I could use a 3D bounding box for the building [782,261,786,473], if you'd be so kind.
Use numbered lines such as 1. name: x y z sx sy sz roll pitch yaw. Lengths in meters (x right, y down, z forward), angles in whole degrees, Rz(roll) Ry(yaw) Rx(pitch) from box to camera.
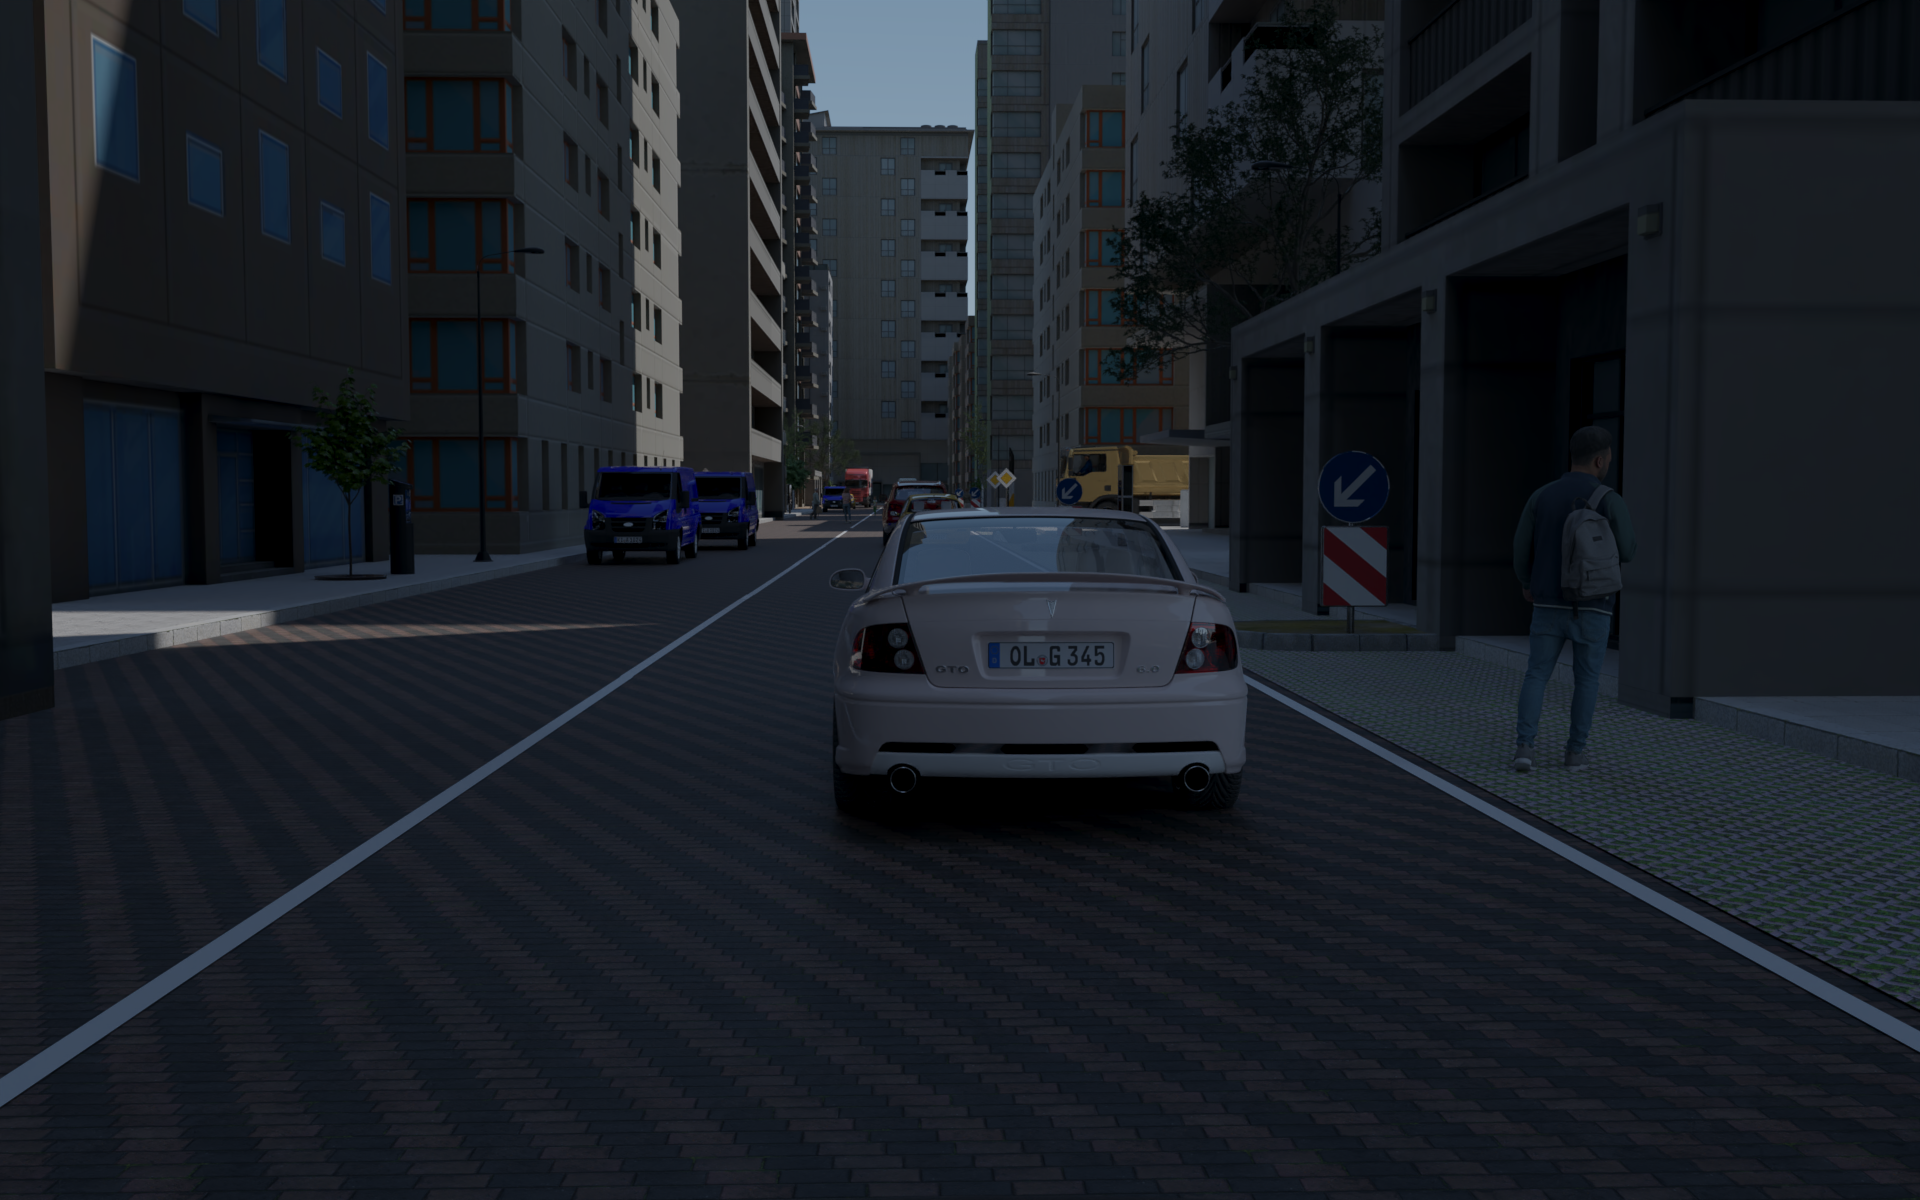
1. building: -26.580 -16.610 116.607 27.650 21.520 28.899 0 4 -2

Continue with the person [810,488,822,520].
1. person: -8.056 -5.380 96.941 0.515 1.767 0.782 -2 4 -29

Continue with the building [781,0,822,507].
1. building: -25.482 -45.763 186.471 20.563 71.187 20.611 0 4 -2

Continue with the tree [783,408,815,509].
1. tree: -14.279 -11.961 145.927 4.737 8.622 4.395 0 3 0

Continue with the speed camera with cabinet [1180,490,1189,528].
1. speed camera with cabinet: 9.390 -4.433 66.816 2.038 3.252 0.660 -3 5 -41

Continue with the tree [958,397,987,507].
1. tree: 1.956 -11.163 132.883 4.737 8.622 4.395 0 3 0

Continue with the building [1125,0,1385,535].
1. building: 19.888 -28.204 50.371 28.713 52.752 27.495 0 4 -2

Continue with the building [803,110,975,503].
1. building: -10.087 -40.199 246.498 27.495 52.752 28.713 0 4 -2

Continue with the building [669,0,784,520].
1. building: -19.970 -28.079 82.796 21.300 48.544 21.600 0 4 -2

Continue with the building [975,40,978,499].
1. building: 8.307 -29.154 160.256 14.154 41.232 14.086 0 4 -2

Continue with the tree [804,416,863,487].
1. tree: -15.429 -16.410 202.716 8.767 10.594 7.601 0 4 3

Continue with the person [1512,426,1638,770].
1. person: 3.158 -0.005 8.927 0.623 1.781 0.721 2 4 24

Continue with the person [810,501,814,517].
1. person: -9.136 -5.799 108.336 0.505 1.210 0.382 -3 5 -42

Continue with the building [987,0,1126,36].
1. building: 8.748 -26.421 115.578 14.154 41.232 14.086 0 4 -2

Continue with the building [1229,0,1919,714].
1. building: 14.536 -35.192 13.639 20.563 71.187 20.611 0 4 -2

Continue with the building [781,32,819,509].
1. building: -24.800 -31.068 162.580 22.147 44.769 28.867 0 4 -2

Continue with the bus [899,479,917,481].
1. bus: -6.227 -13.307 212.430 2.948 3.499 13.247 0 3 0

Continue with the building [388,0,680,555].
1. building: -24.231 -12.497 49.371 28.899 21.520 27.650 0 4 -2

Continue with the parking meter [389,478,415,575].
1. parking meter: -8.940 -1.182 27.735 0.372 1.533 0.369 0 3 0

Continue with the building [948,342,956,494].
1. building: 12.684 -22.437 211.892 27.650 21.520 28.899 0 4 -2

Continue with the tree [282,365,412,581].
1. tree: -9.053 -1.923 26.040 1.663 3.219 1.824 0 3 0

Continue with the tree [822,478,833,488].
1. tree: -15.630 -13.051 207.979 1.663 3.219 1.824 0 3 0

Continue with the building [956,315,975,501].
1. building: 14.143 -20.641 182.516 27.650 21.520 28.899 0 4 -2

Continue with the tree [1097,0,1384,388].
1. tree: 5.885 -5.954 31.762 7.601 10.594 8.767 3 5 44

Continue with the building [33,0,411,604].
1. building: -17.378 -22.945 25.257 14.600 45.320 14.200 0 4 -2

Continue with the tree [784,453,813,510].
1. tree: -13.567 -9.537 139.639 4.285 4.588 4.351 0 3 0

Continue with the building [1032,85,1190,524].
1. building: 19.140 -14.845 87.748 28.899 21.520 27.650 0 4 -2

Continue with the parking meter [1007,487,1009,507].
1. parking meter: 2.754 -5.612 97.470 0.255 1.863 0.399 2 4 26

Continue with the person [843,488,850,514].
1. person: -8.208 -7.201 126.035 0.655 1.846 0.447 3 4 39

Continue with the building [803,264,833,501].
1. building: -23.047 -27.281 217.751 14.107 30.474 14.160 0 4 -2

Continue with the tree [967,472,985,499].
1. tree: 1.658 -9.653 152.422 1.663 3.219 1.824 0 3 0
